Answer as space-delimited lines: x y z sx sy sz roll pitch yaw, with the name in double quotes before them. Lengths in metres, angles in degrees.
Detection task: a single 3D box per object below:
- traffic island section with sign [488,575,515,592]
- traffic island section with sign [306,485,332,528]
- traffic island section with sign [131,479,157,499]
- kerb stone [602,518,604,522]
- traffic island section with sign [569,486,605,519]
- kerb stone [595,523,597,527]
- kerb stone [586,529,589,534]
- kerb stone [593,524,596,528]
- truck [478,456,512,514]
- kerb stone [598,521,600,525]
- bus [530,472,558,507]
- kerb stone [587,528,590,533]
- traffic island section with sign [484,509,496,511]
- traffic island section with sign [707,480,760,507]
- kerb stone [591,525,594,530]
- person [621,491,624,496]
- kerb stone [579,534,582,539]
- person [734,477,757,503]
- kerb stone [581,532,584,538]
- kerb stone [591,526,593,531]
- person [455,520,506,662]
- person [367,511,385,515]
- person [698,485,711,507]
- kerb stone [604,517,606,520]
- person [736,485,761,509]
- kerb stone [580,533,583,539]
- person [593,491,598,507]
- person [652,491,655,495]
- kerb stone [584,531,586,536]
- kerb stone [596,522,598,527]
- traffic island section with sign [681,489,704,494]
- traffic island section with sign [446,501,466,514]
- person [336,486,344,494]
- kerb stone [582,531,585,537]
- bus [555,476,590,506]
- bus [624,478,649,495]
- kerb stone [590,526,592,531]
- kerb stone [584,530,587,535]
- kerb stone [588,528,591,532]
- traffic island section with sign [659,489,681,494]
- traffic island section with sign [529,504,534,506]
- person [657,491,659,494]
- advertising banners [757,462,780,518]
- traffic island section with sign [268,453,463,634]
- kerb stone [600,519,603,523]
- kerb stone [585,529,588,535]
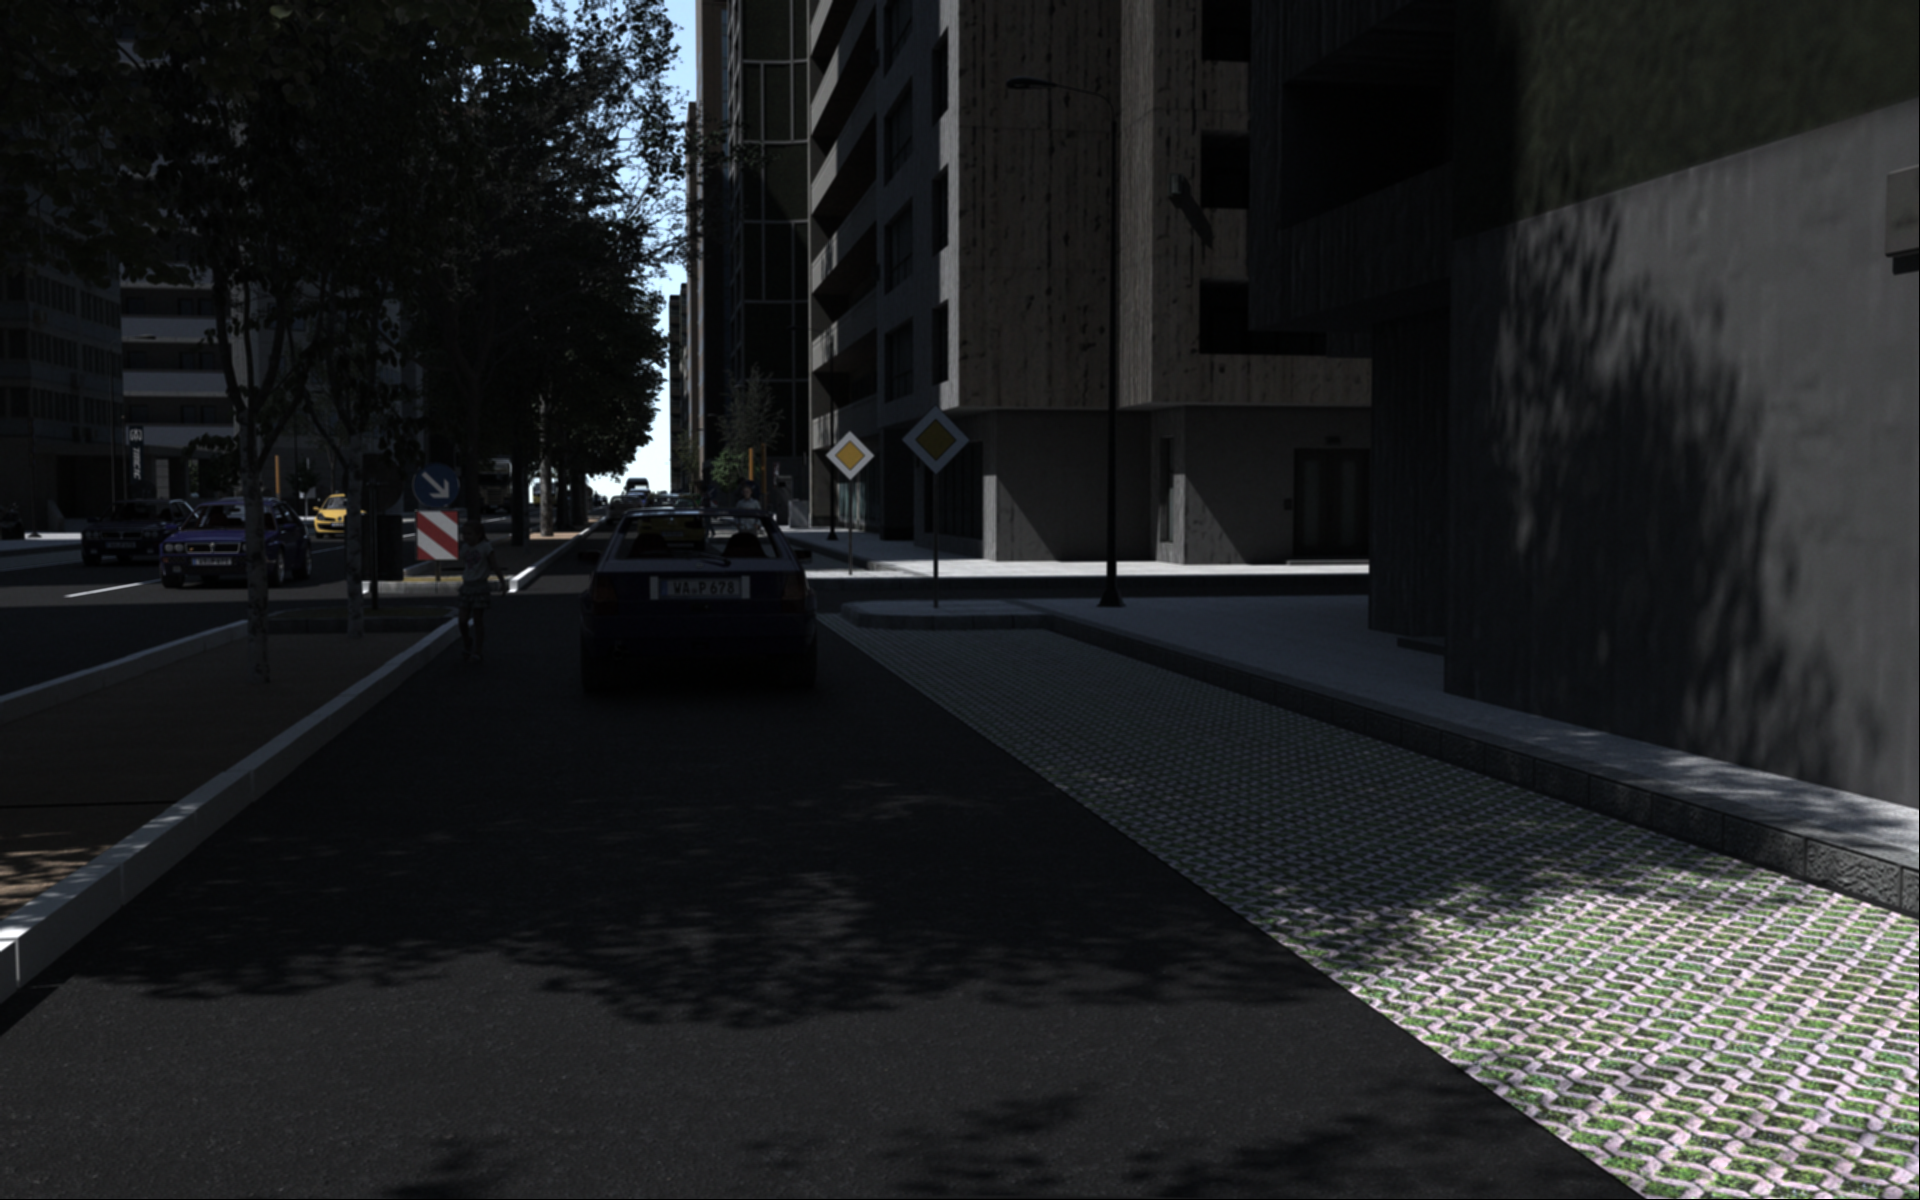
"traffic island section with sign" -7.756 -1.089 25.941 2.006 1.907 1.989 -1 4 -10
"traffic island section with sign" -26.897 -3.947 73.155 1.989 1.847 2.006 -1 4 -10
"traffic island section with sign" -21.926 -2.308 46.367 1.989 1.847 2.006 -1 4 -10
"kerb stone" -17.393 -3.757 83.629 0.120 0.150 1.000 -1 4 -10
"traffic island section with sign" -21.496 -5.607 99.817 2.006 1.907 1.989 -1 4 -10
"kerb stone" -14.959 -2.957 70.538 0.120 0.150 1.000 -1 4 -10
"kerb stone" -12.902 -2.278 59.450 0.120 0.150 1.000 -1 4 -10
"kerb stone" -14.590 -2.833 68.517 0.120 0.150 1.000 -1 4 -10
"truck" -34.235 -8.536 128.480 2.839 4.237 11.283 -1 4 -11
"kerb stone" -15.908 -3.263 75.579 0.120 0.150 1.000 -1 4 -10
"bus" -45.558 -12.222 191.375 2.896 3.916 12.252 -1 4 -10
"kerb stone" -13.084 -2.341 60.463 0.120 0.150 1.000 -1 4 -10
"traffic island section with sign" -41.063 -8.604 149.307 1.989 1.847 2.006 -1 4 -10
"traffic island section with sign" -6.227 -2.522 49.860 1.989 1.847 2.006 -1 4 -10
"kerb stone" -14.023 -2.647 65.500 0.120 0.150 1.000 -1 4 -10
"person" -32.130 -9.526 165.194 0.436 1.711 0.756 0 4 4
"kerb stone" -11.589 -1.847 52.392 0.120 0.150 1.000 -1 4 -10
"person" -5.237 -2.100 42.636 0.655 1.846 0.447 -2 4 -28
"kerb stone" -11.968 -1.970 54.405 0.120 0.150 1.000 -1 4 -10
"kerb stone" -13.832 -2.587 64.496 0.120 0.150 1.000 -1 4 -10
"person" -4.106 -0.085 14.898 0.505 1.210 0.382 1 4 15
"person" -10.397 -1.361 30.933 0.473 1.802 0.592 0 4 2
"person" -8.283 -2.899 56.743 0.643 1.720 0.563 -1 4 -19
"kerb stone" -18.141 -4.004 87.663 0.120 0.150 1.000 -1 4 -10
"person" -3.929 -1.333 32.099 0.589 1.601 0.330 1 4 15
"kerb stone" -11.782 -1.906 53.401 0.120 0.150 1.000 -1 4 -10
"person" -40.700 -11.311 193.511 0.705 1.814 1.350 -3 4 -37
"person" -40.568 -13.501 229.252 1.348 1.823 0.705 0 4 -6
"kerb stone" -12.333 -2.091 56.422 0.120 0.150 1.000 -1 4 -10
"kerb stone" -15.331 -3.080 72.559 0.120 0.150 1.000 -1 4 -10
"traffic island section with sign" -11.150 -4.143 76.364 1.989 1.847 2.006 -1 4 -10
"traffic island section with sign" -36.131 -6.983 122.805 1.989 1.847 2.006 -1 4 -10
"person" -28.809 -4.405 80.620 0.635 1.810 0.391 -1 4 -19
"kerb stone" -12.149 -2.028 55.413 0.120 0.150 1.000 -1 4 -10
"bus" -37.426 -10.585 167.919 2.948 3.499 13.247 -1 4 -10
"bus" -38.045 -12.784 203.873 2.948 3.499 13.247 -1 4 -11
"kerb stone" -13.650 -2.520 63.490 0.120 0.150 1.000 -1 4 -10
"kerb stone" -12.524 -2.154 57.426 0.120 0.150 1.000 -1 4 -10
"kerb stone" -13.280 -2.395 61.473 0.120 0.150 1.000 -1 4 -10
"traffic island section with sign" -25.256 -8.783 152.224 1.989 1.847 2.006 -1 4 -10
"traffic island section with sign" -56.018 -13.527 229.787 1.989 1.847 2.006 -1 4 -10
"person" -29.900 -9.957 171.823 1.217 1.766 0.721 1 4 18
"advertising banners" -10.491 -5.966 93.725 0.090 3.025 2.074 3 5 43
"traffic island section with sign" -6.412 -0.643 18.656 2.006 1.907 1.989 -1 4 -10
"kerb stone" -16.827 -3.573 80.607 0.120 0.150 1.000 -1 4 -10
"kerb stone" -12.711 -2.216 58.431 0.120 0.150 1.000 -1 4 -10
